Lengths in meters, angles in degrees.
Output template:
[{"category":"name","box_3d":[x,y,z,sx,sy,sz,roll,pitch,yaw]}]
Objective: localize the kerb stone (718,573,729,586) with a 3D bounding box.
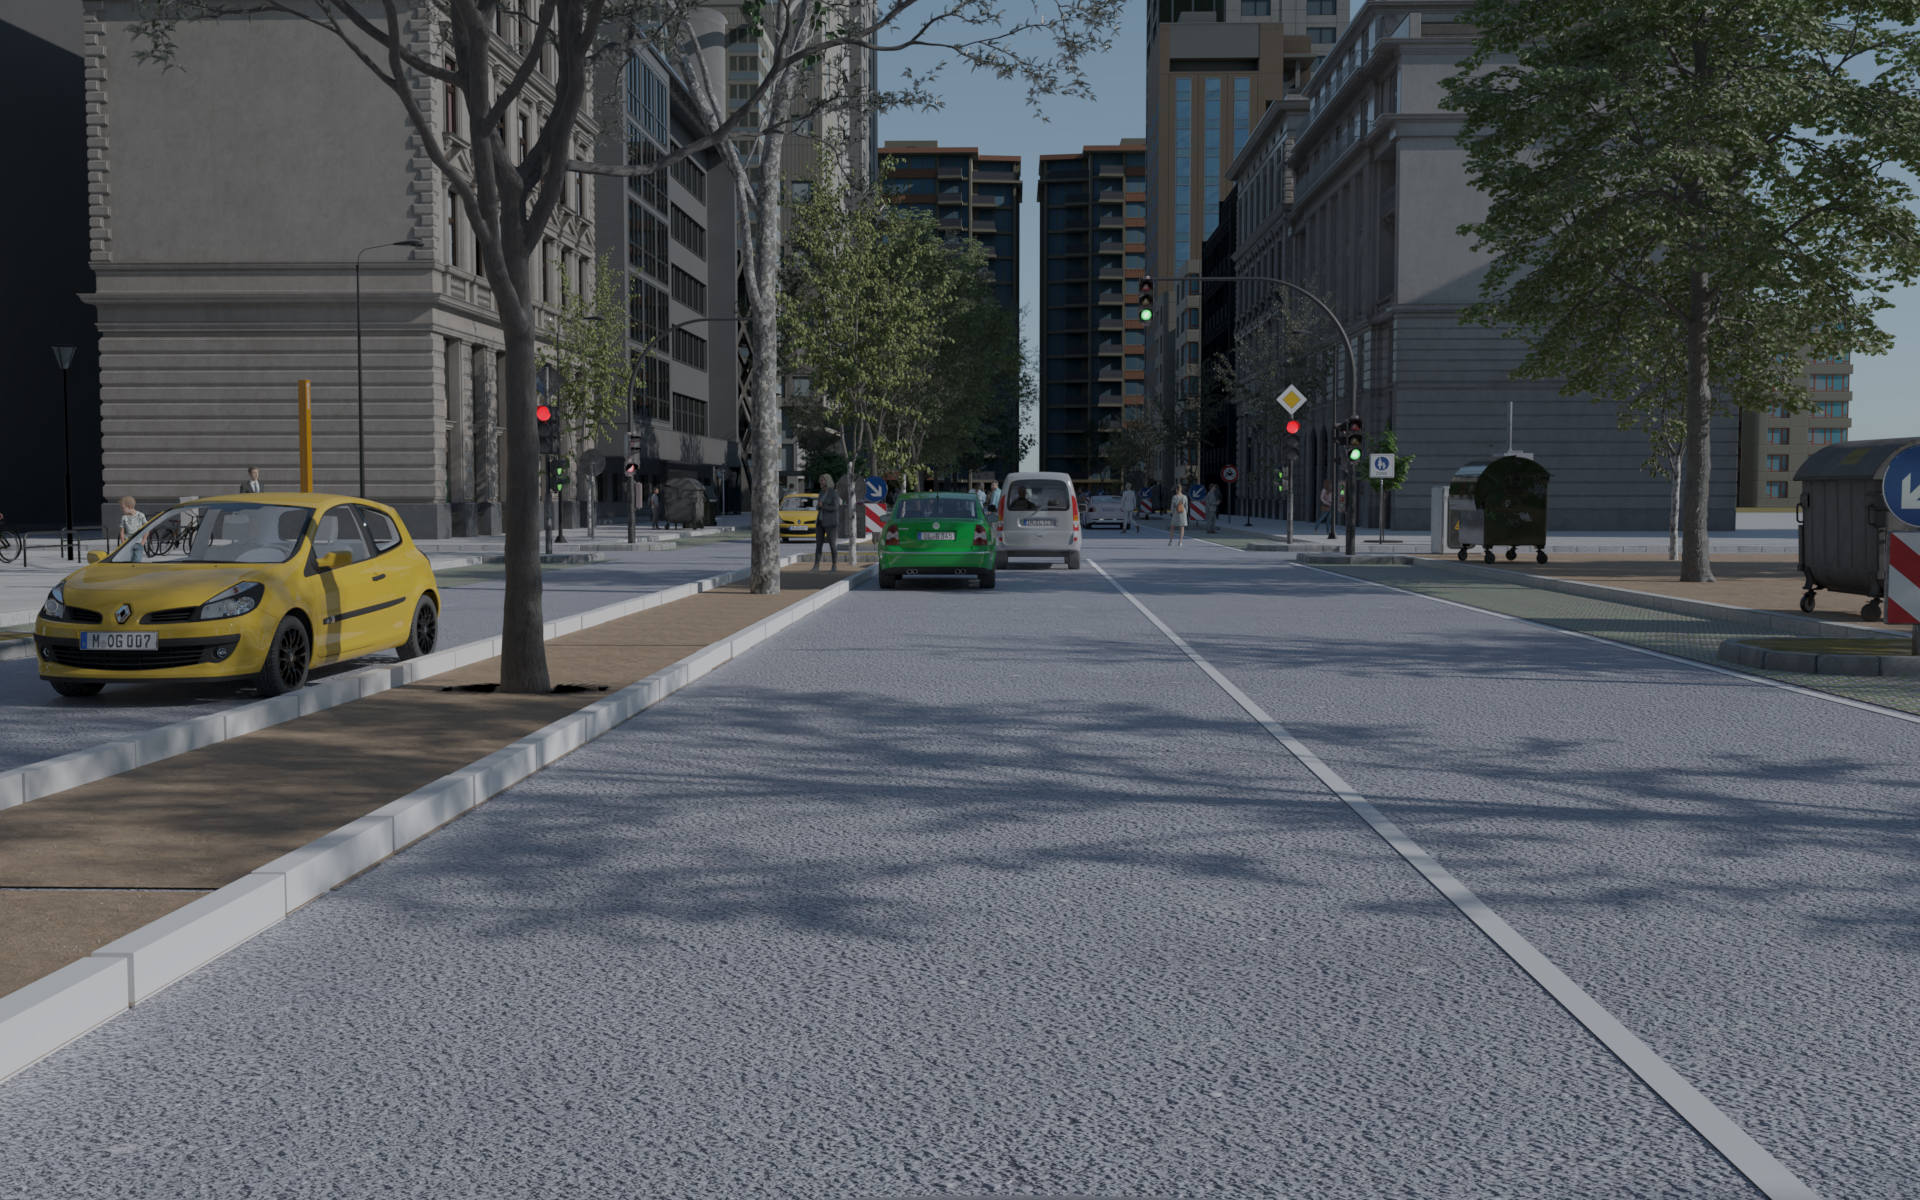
[{"category":"kerb stone","box_3d":[-3.770,-0.286,26.933,0.120,0.150,1.000,0,4,2]}]

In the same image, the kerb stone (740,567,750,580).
[{"category":"kerb stone","box_3d":[-3.695,-0.415,28.980,0.120,0.150,1.000,0,4,2]}]

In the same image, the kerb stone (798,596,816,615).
[{"category":"kerb stone","box_3d":[-1.869,0.092,20.694,0.120,0.150,1.000,0,4,2]}]

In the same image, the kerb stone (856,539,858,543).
[{"category":"kerb stone","box_3d":[-3.060,-1.637,48.953,0.120,0.150,1.000,0,4,2]}]

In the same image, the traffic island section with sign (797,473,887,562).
[{"category":"traffic island section with sign","box_3d":[-2.383,-1.769,37.054,2.006,1.907,1.989,0,4,2]}]

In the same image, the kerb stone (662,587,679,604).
[{"category":"kerb stone","box_3d":[-3.890,-0.039,22.839,0.120,0.150,1.000,0,4,2]}]

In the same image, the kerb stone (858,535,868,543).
[{"category":"kerb stone","box_3d":[-2.956,-1.826,52.042,0.120,0.150,1.000,0,4,2]}]

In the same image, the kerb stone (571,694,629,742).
[{"category":"kerb stone","box_3d":[-2.190,0.717,10.465,0.120,0.150,1.000,0,4,2]}]

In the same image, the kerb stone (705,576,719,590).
[{"category":"kerb stone","box_3d":[-3.796,-0.227,25.911,0.120,0.150,1.000,0,4,2]}]

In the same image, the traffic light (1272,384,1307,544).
[{"category":"traffic light","box_3d":[8.444,-3.390,44.344,0.839,4.253,0.868,0,4,2]}]

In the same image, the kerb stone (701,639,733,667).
[{"category":"kerb stone","box_3d":[-2.072,0.467,14.562,0.120,0.150,1.000,0,4,2]}]

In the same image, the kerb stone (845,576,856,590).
[{"category":"kerb stone","box_3d":[-1.700,-0.221,25.809,0.120,0.150,1.000,0,4,2]}]

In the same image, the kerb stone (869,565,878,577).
[{"category":"kerb stone","box_3d":[-1.564,-0.470,29.920,0.120,0.150,1.000,0,4,2]}]

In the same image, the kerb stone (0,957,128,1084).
[{"category":"kerb stone","box_3d":[-2.387,1.097,4.313,0.120,0.150,1.000,0,4,2]}]

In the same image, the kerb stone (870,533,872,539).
[{"category":"kerb stone","box_3d":[-2.892,-1.951,54.088,0.120,0.150,1.000,0,4,2]}]

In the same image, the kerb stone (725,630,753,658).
[{"category":"kerb stone","box_3d":[-2.022,0.404,15.586,0.120,0.150,1.000,0,4,2]}]

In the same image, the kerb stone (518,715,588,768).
[{"category":"kerb stone","box_3d":[-2.228,0.780,9.444,0.120,0.150,1.000,0,4,2]}]

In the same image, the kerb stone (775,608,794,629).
[{"category":"kerb stone","box_3d":[-1.935,0.220,18.651,0.120,0.150,1.000,0,4,2]}]

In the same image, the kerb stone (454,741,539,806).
[{"category":"kerb stone","box_3d":[-2.260,0.844,8.423,0.120,0.150,1.000,0,4,2]}]

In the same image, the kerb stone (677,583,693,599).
[{"category":"kerb stone","box_3d":[-3.868,-0.102,23.868,0.120,0.150,1.000,0,4,2]}]

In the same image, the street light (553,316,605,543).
[{"category":"street light","box_3d":[-9.942,-4.447,45.250,1.470,5.913,1.316,0,4,2]}]

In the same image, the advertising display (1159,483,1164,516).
[{"category":"advertising display","box_3d":[12.013,-5.997,103.262,0.123,1.923,0.974,1,4,15]}]

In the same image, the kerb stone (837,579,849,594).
[{"category":"kerb stone","box_3d":[-1.734,-0.159,24.787,0.120,0.150,1.000,0,4,2]}]

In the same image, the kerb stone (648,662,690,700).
[{"category":"kerb stone","box_3d":[-2.126,0.592,12.513,0.120,0.150,1.000,0,4,2]}]

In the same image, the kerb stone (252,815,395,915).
[{"category":"kerb stone","box_3d":[-2.330,0.967,6.380,0.120,0.150,1.000,0,4,2]}]

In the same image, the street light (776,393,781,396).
[{"category":"street light","box_3d":[-8.916,-6.556,79.729,1.470,5.913,1.316,0,4,2]}]

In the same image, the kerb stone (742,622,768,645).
[{"category":"kerb stone","box_3d":[-1.998,0.344,16.608,0.120,0.150,1.000,0,4,2]}]

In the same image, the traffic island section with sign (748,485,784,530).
[{"category":"traffic island section with sign","box_3d":[-7.425,-3.745,69.862,1.989,1.847,2.006,0,4,2]}]

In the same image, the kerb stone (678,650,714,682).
[{"category":"kerb stone","box_3d":[-2.091,0.530,13.534,0.120,0.150,1.000,0,4,2]}]

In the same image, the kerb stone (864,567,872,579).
[{"category":"kerb stone","box_3d":[-1.605,-0.409,28.882,0.120,0.150,1.000,0,4,2]}]

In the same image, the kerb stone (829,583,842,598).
[{"category":"kerb stone","box_3d":[-1.771,-0.096,23.766,0.120,0.150,1.000,0,4,2]}]

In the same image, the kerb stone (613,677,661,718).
[{"category":"kerb stone","box_3d":[-2.160,0.656,11.487,0.120,0.150,1.000,0,4,2]}]

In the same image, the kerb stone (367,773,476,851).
[{"category":"kerb stone","box_3d":[-2.297,0.905,7.401,0.120,0.150,1.000,0,4,2]}]

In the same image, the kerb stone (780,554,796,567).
[{"category":"kerb stone","box_3d":[-3.501,-0.791,35.132,0.120,0.150,1.000,0,4,2]}]

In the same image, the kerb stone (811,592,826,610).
[{"category":"kerb stone","box_3d":[-1.830,0.029,21.715,0.120,0.150,1.000,0,4,2]}]

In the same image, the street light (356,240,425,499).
[{"category":"street light","box_3d":[-10.469,-3.623,31.783,1.470,5.913,1.316,0,4,2]}]

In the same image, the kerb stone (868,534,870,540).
[{"category":"kerb stone","box_3d":[-2.926,-1.888,53.067,0.120,0.150,1.000,0,4,2]}]

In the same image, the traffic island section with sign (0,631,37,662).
[{"category":"traffic island section with sign","box_3d":[-9.183,-0.399,15.148,1.989,1.847,2.006,0,4,2]}]

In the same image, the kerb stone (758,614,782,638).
[{"category":"kerb stone","box_3d":[-1.962,0.279,17.629,0.120,0.150,1.000,0,4,2]}]

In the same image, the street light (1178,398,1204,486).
[{"category":"street light","box_3d":[11.287,-6.830,84.204,1.470,5.913,1.316,0,4,2]}]

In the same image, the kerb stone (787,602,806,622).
[{"category":"kerb stone","box_3d":[-1.898,0.155,19.672,0.120,0.150,1.000,0,4,2]}]

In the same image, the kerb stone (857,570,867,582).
[{"category":"kerb stone","box_3d":[-1.637,-0.346,27.861,0.120,0.150,1.000,0,4,2]}]

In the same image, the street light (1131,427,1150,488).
[{"category":"street light","box_3d":[12.502,-8.982,119.399,1.470,5.913,1.316,0,4,2]}]

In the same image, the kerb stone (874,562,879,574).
[{"category":"kerb stone","box_3d":[-1.538,-0.535,30.944,0.120,0.150,1.000,0,4,2]}]

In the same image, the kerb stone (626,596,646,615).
[{"category":"kerb stone","box_3d":[-3.965,0.086,20.784,0.120,0.150,1.000,0,4,2]}]

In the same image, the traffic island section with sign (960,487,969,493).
[{"category":"traffic island section with sign","box_3d":[0.268,-6.815,119.558,2.006,1.907,1.989,0,4,2]}]

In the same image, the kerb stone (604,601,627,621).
[{"category":"kerb stone","box_3d":[-3.998,0.149,19.762,0.120,0.150,1.000,0,4,2]}]

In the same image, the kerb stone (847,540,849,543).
[{"category":"kerb stone","box_3d":[-3.124,-1.509,46.901,0.120,0.150,1.000,0,4,2]}]

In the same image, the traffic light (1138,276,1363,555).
[{"category":"traffic light","box_3d":[6.094,-3.769,36.289,4.771,5.953,1.251,0,4,2]}]

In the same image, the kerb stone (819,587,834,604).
[{"category":"kerb stone","box_3d":[-1.803,-0.033,22.736,0.120,0.150,1.000,0,4,2]}]

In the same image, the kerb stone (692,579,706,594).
[{"category":"kerb stone","box_3d":[-3.831,-0.165,24.890,0.120,0.150,1.000,0,4,2]}]

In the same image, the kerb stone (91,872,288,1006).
[{"category":"kerb stone","box_3d":[-2.354,1.031,5.346,0.120,0.150,1.000,0,4,2]}]

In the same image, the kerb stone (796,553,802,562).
[{"category":"kerb stone","box_3d":[-3.472,-0.853,36.154,0.120,0.150,1.000,0,4,2]}]

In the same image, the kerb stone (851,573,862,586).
[{"category":"kerb stone","box_3d":[-1.670,-0.284,26.836,0.120,0.150,1.000,0,4,2]}]

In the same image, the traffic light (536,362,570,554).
[{"category":"traffic light","box_3d":[-8.765,-2.934,36.890,0.839,4.253,0.868,0,4,2]}]

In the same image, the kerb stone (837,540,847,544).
[{"category":"kerb stone","box_3d":[-3.156,-1.444,45.879,0.120,0.150,1.000,0,4,2]}]

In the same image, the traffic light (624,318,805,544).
[{"category":"traffic light","box_3d":[-6.415,-4.292,44.839,4.771,5.953,1.251,0,4,2]}]

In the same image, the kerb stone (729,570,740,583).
[{"category":"kerb stone","box_3d":[-3.734,-0.352,27.955,0.120,0.150,1.000,0,4,2]}]

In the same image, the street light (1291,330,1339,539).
[{"category":"street light","box_3d":[10.068,-4.685,49.142,1.470,5.913,1.316,0,4,2]}]

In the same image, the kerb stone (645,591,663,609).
[{"category":"kerb stone","box_3d":[-3.930,0.023,21.816,0.120,0.150,1.000,0,4,2]}]
